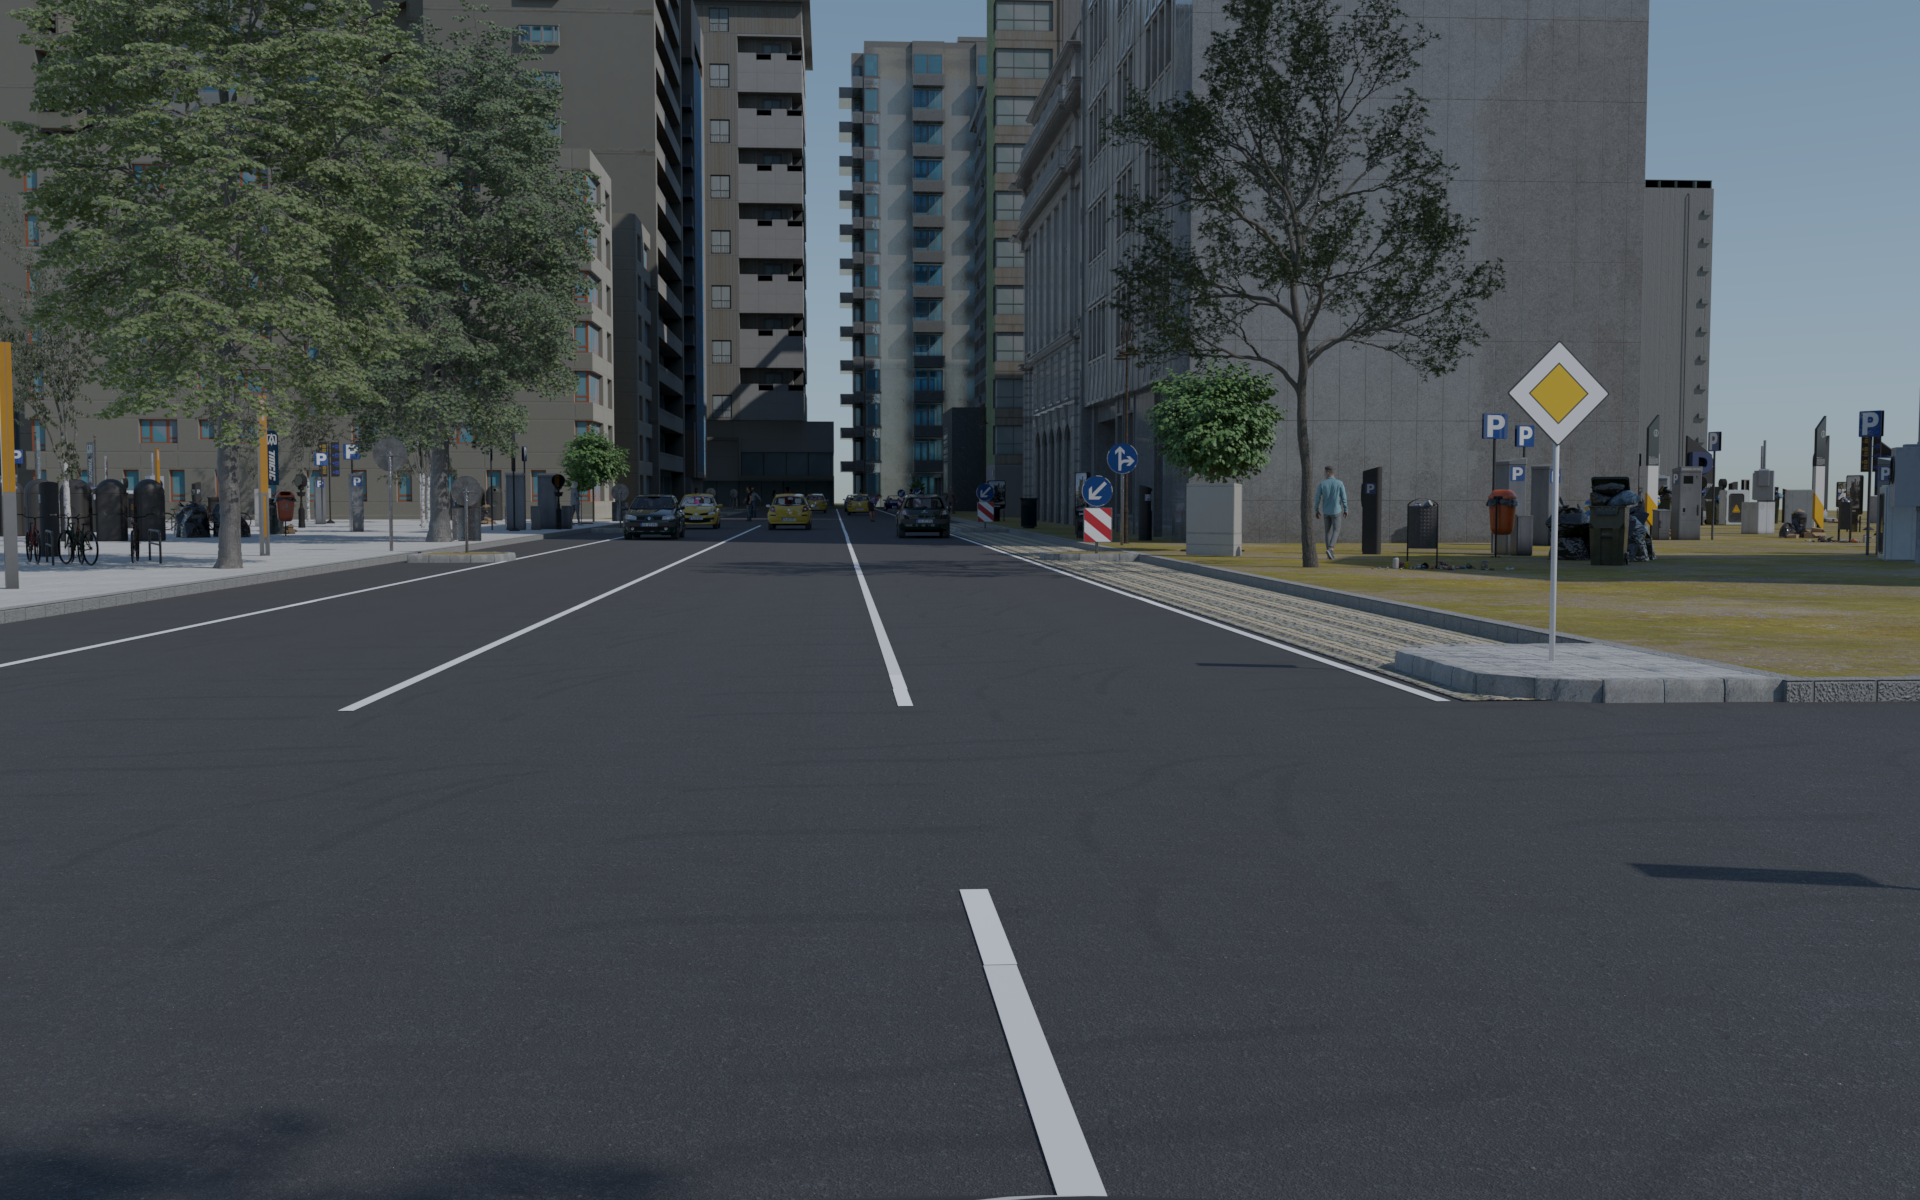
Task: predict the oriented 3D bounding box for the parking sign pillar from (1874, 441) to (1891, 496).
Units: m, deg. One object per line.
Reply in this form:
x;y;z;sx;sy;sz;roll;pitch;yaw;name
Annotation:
46.846;-6.048;87.350;1.447;3.967;1.447;-2;4;-26;parking sign pillar

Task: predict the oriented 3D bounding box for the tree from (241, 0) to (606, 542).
-13.982;-8.527;46.074;9.857;13.997;8.962;0;3;0;tree

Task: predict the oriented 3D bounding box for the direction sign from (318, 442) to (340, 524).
-28.395;-5.260;78.001;0.876;3.537;0.379;0;4;3;direction sign

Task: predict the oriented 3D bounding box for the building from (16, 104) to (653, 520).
-33.362;-15.618;100.393;27.650;21.520;28.899;0;4;-4;building

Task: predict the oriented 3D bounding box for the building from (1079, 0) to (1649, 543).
11.173;-14.463;54.490;12.078;24.808;19.932;0;4;-4;building

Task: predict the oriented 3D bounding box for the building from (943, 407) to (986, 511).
10.911;-49.495;121.919;22.319;86.520;31.000;0;4;-4;building

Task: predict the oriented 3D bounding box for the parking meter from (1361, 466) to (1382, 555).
8.741;-1.902;36.817;0.399;1.863;0.255;2;4;30;parking meter

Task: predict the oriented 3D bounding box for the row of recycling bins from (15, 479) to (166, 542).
-23.519;-2.447;47.124;3.534;1.692;1.069;-1;4;-15;row of recycling bins

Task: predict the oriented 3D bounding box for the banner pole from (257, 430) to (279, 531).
-23.946;-4.277;59.938;0.401;3.779;0.863;3;5;42;banner pole

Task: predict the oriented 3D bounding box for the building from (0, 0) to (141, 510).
-78.173;-31.954;146.149;21.600;48.544;21.300;0;4;-4;building

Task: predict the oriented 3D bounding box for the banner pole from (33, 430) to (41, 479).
-36.149;-4.764;67.916;0.401;3.779;0.863;-3;5;-44;banner pole

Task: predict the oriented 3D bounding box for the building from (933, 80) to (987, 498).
14.036;-28.141;151.992;32.217;40.220;23.993;0;4;-4;building

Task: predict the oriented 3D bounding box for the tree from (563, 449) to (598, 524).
-16.428;-4.884;74.462;1.663;3.219;1.824;0;3;0;tree

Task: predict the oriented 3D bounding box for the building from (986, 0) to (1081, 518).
8.381;-25.498;100.481;14.154;41.232;14.086;0;4;-4;building

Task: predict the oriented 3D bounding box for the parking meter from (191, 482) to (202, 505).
-36.435;-4.706;82.656;0.255;1.863;0.399;2;4;26;parking meter

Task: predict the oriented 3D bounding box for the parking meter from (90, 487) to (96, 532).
-29.045;-3.027;57.904;0.372;1.533;0.369;0;3;0;parking meter

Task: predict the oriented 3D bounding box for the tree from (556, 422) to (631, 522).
-16.780;-5.816;78.808;4.285;4.588;4.351;0;3;0;tree

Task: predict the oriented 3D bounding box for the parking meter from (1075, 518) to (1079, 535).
3.846;-2.987;54.545;0.399;1.863;0.255;-2;4;-34;parking meter

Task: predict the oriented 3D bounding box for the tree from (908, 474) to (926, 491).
-3.919;-10.211;161.552;1.663;3.219;1.824;0;3;0;tree

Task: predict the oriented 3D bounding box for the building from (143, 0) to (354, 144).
-52.155;-32.270;147.228;30.456;49.044;23.786;0;4;-4;building

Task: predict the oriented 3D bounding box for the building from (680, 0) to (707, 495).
-30.226;-30.791;153.543;14.200;45.320;14.600;0;4;-4;building

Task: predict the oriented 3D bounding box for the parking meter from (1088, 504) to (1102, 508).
3.661;-2.357;46.940;0.372;1.533;0.369;0;3;0;parking meter

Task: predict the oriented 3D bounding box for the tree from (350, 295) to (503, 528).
-17.149;-6.522;56.999;4.360;8.622;3.978;0;3;0;tree

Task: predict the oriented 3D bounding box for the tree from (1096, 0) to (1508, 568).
5.812;-5.853;30.115;7.601;10.594;8.767;1;4;15;tree

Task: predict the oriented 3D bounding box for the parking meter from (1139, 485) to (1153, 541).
5.119;-2.410;47.808;0.372;1.533;0.369;0;3;0;parking meter

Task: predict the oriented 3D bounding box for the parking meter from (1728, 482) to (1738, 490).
36.028;-4.590;80.763;0.399;1.863;0.255;-1;4;-21;parking meter

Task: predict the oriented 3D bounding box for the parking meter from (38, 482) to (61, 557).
-18.662;-1.657;35.502;0.372;1.533;0.369;0;3;0;parking meter

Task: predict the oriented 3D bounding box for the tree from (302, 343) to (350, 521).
-31.238;-8.130;83.282;4.360;8.622;3.978;0;3;0;tree

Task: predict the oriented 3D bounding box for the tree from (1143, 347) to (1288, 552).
5.742;-3.372;38.838;4.285;4.588;4.351;0;3;0;tree

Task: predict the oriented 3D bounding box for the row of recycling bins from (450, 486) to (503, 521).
-23.928;-4.702;83.986;3.534;1.692;1.069;0;4;2;row of recycling bins

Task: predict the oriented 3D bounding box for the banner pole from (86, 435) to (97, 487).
-36.768;-5.102;73.434;0.863;3.779;0.401;2;4;33;banner pole

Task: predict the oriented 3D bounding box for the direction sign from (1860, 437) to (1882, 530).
32.224;-4.240;61.326;0.379;3.537;0.876;-1;4;-17;direction sign

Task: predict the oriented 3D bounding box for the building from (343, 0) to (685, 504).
-31.676;-30.658;124.964;21.300;48.544;21.600;0;4;-4;building

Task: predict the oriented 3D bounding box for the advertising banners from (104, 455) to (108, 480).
-39.168;-5.071;79.105;0.090;3.025;2.074;-3;4;-38;advertising banners

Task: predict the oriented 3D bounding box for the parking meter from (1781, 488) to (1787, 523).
36.679;-4.186;76.849;0.372;1.533;0.369;0;3;0;parking meter

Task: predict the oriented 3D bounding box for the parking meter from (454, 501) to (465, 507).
-17.527;-3.366;60.751;0.399;1.863;0.255;-2;4;-33;parking meter

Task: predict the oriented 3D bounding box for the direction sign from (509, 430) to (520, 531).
-15.429;-4.151;59.867;0.379;3.537;0.876;0;4;-7;direction sign

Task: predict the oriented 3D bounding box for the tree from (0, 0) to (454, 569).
-12.607;-6.839;29.950;7.486;12.596;7.792;0;3;0;tree

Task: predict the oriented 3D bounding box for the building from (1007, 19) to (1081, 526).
9.918;-14.390;77.084;13.314;21.916;24.055;0;4;-4;building

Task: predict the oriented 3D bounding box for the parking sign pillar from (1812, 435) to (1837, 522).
39.348;-5.550;79.210;1.447;3.967;1.447;3;4;38;parking sign pillar

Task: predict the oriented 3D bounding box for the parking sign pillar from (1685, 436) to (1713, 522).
34.118;-5.589;79.849;1.447;3.967;1.447;-1;4;-12;parking sign pillar

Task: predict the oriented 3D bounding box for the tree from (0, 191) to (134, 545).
-21.868;-5.590;41.757;4.360;8.622;3.978;0;3;0;tree

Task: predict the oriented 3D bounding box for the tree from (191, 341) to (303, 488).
-32.179;-7.744;76.976;4.360;8.622;3.978;0;3;0;tree

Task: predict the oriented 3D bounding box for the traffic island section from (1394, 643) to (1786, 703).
4.602;0.547;13.332;2.009;0.180;2.903;0;4;-4;traffic island section

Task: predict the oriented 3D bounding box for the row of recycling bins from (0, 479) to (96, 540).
-28.325;-2.777;52.520;3.534;1.692;1.069;-2;4;-31;row of recycling bins
